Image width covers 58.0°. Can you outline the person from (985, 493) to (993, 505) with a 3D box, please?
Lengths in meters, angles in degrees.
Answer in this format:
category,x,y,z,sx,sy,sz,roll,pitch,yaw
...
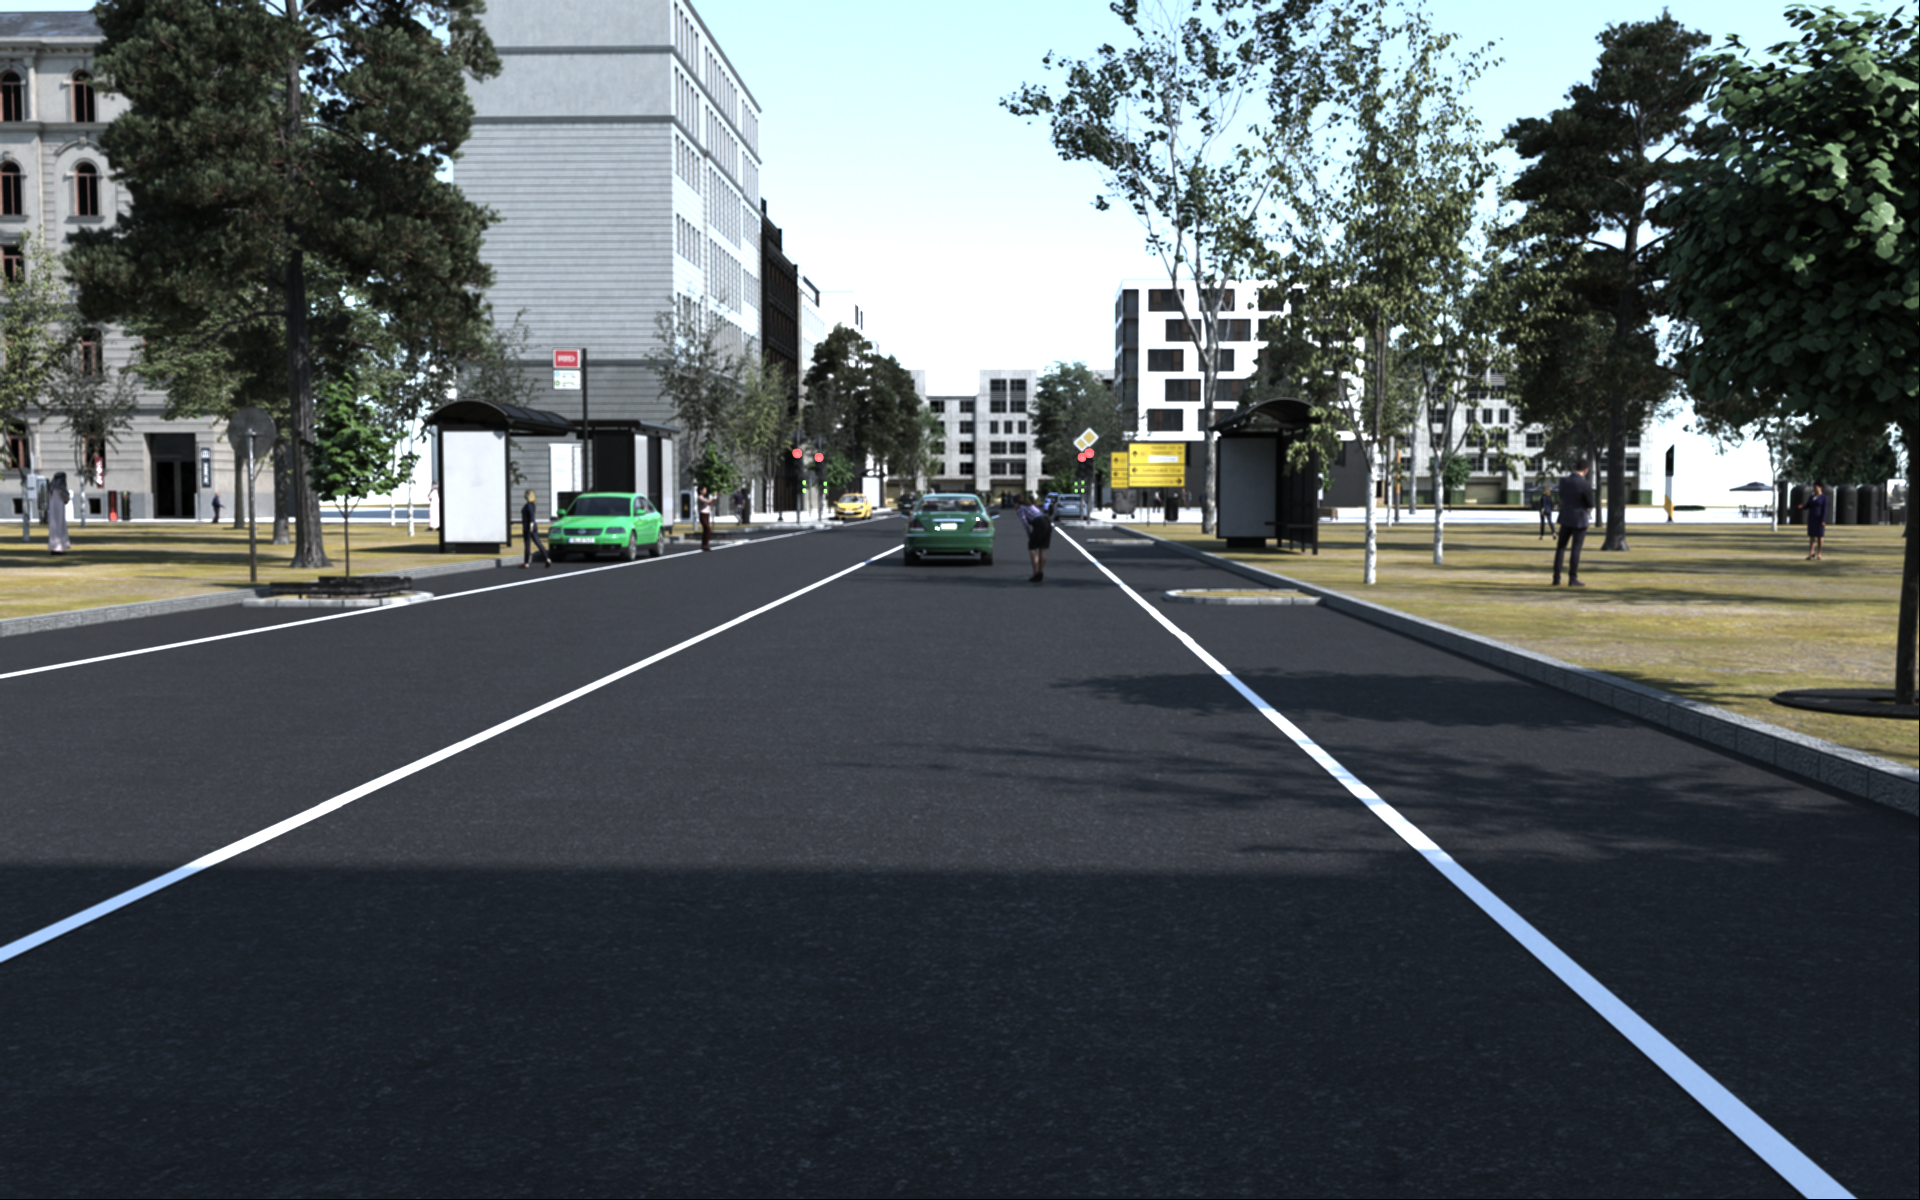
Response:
category,x,y,z,sx,sy,sz,roll,pitch,yaw
person,3.691,-13.131,223.192,1.348,1.824,0.705,2,4,27

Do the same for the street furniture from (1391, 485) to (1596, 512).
category,x,y,z,sx,sy,sz,roll,pitch,yaw
street furniture,42.196,-8.107,137.579,14.083,1.986,27.439,1,4,9

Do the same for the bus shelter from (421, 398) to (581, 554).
category,x,y,z,sx,sy,sz,roll,pitch,yaw
bus shelter,-10.303,-2.784,39.437,2.014,3.302,5.546,0,4,2

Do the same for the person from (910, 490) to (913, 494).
category,x,y,z,sx,sy,sz,roll,pitch,yaw
person,-4.999,-10.575,179.613,0.621,1.740,0.551,1,4,16

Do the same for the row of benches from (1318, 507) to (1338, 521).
category,x,y,z,sx,sy,sz,roll,pitch,yaw
row of benches,16.566,-4.219,84.447,4.104,0.672,1.422,3,4,38

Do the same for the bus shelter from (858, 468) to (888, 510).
category,x,y,z,sx,sy,sz,roll,pitch,yaw
bus shelter,-7.018,-8.925,139.852,2.014,3.302,5.546,0,4,2

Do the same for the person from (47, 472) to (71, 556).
category,x,y,z,sx,sy,sz,roll,pitch,yaw
person,-18.697,-1.789,35.970,0.551,1.740,0.621,1,4,19

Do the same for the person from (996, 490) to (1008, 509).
category,x,y,z,sx,sy,sz,roll,pitch,yaw
person,4.086,-9.551,164.790,1.348,1.807,0.705,2,4,32

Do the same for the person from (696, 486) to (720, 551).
category,x,y,z,sx,sy,sz,roll,pitch,yaw
person,-6.376,-2.072,43.836,0.517,1.644,0.566,-3,5,-40

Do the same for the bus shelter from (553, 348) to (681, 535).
category,x,y,z,sx,sy,sz,roll,pitch,yaw
bus shelter,-10.028,-4.449,50.374,2.179,5.291,8.768,0,4,2

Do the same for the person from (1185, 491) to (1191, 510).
category,x,y,z,sx,sy,sz,roll,pitch,yaw
person,18.631,-8.132,141.216,0.429,1.552,0.499,1,4,23

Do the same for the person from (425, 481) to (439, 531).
category,x,y,z,sx,sy,sz,roll,pitch,yaw
person,-18.298,-3.279,60.322,0.621,1.740,0.551,0,4,4

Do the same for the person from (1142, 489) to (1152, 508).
category,x,y,z,sx,sy,sz,roll,pitch,yaw
person,17.490,-9.609,163.176,0.705,1.821,1.348,-3,5,-41

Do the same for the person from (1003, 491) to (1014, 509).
category,x,y,z,sx,sy,sz,roll,pitch,yaw
person,4.588,-9.309,161.419,1.217,1.735,0.721,0,4,4

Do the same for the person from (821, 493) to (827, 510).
category,x,y,z,sx,sy,sz,roll,pitch,yaw
person,-10.689,-7.926,136.457,0.431,1.722,0.655,1,4,20

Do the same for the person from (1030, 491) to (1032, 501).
category,x,y,z,sx,sy,sz,roll,pitch,yaw
person,6.659,-9.158,159.053,0.721,1.723,1.217,-1,4,-21

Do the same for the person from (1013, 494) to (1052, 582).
category,x,y,z,sx,sy,sz,roll,pitch,yaw
person,1.171,-1.021,28.424,0.697,1.427,0.421,2,4,34

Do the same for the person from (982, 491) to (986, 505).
category,x,y,z,sx,sy,sz,roll,pitch,yaw
person,3.230,-13.544,229.804,0.599,1.838,0.709,0,4,-7

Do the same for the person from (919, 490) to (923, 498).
category,x,y,z,sx,sy,sz,roll,pitch,yaw
person,-4.802,-12.603,212.830,0.721,1.736,1.217,1,4,14

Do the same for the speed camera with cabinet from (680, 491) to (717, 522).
category,x,y,z,sx,sy,sz,roll,pitch,yaw
speed camera with cabinet,-12.237,-5.297,80.939,2.038,3.252,0.660,3,5,40

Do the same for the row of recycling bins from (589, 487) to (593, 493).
category,x,y,z,sx,sy,sz,roll,pitch,yaw
row of recycling bins,-15.820,-4.556,81.598,3.534,1.692,1.069,1,4,11

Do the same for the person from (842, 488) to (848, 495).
category,x,y,z,sx,sy,sz,roll,pitch,yaw
person,-9.811,-8.679,148.390,0.683,1.767,0.568,-1,4,-23

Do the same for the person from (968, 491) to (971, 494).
category,x,y,z,sx,sy,sz,roll,pitch,yaw
person,1.031,-11.523,196.976,1.350,1.814,0.705,3,5,39

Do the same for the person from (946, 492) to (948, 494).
category,x,y,z,sx,sy,sz,roll,pitch,yaw
person,-1.526,-12.608,215.153,1.217,1.766,0.721,2,4,30

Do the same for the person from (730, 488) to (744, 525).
category,x,y,z,sx,sy,sz,roll,pitch,yaw
person,-9.133,-3.844,71.107,0.569,1.553,0.471,-1,4,-11

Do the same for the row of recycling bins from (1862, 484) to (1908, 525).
category,x,y,z,sx,sy,sz,roll,pitch,yaw
row of recycling bins,43.267,-4.389,78.878,3.534,1.692,1.069,0,4,1

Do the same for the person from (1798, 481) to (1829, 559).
category,x,y,z,sx,sy,sz,roll,pitch,yaw
person,16.722,-1.560,33.916,0.453,1.535,0.546,3,5,40

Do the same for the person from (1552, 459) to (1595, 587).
category,x,y,z,sx,sy,sz,roll,pitch,yaw
person,8.581,-1.080,24.147,0.568,1.767,0.683,-3,5,-40

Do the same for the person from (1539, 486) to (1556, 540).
category,x,y,z,sx,sy,sz,roll,pitch,yaw
person,16.587,-2.463,48.855,0.480,1.512,0.613,-3,5,-44

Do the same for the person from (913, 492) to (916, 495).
category,x,y,z,sx,sy,sz,roll,pitch,yaw
person,-5.304,-11.617,195.961,0.705,1.826,1.348,-2,4,-30

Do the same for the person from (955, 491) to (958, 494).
category,x,y,z,sx,sy,sz,roll,pitch,yaw
person,-0.349,-11.063,189.517,1.348,1.807,0.705,-3,4,-37

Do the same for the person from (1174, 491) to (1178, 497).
category,x,y,z,sx,sy,sz,roll,pitch,yaw
person,16.735,-7.699,134.391,0.387,1.526,0.523,3,5,44

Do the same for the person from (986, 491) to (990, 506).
category,x,y,z,sx,sy,sz,roll,pitch,yaw
person,3.432,-12.089,206.681,0.617,1.759,0.750,-1,4,-21

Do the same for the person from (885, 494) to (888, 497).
category,x,y,z,sx,sy,sz,roll,pitch,yaw
person,-9.103,-12.134,204.417,1.348,1.826,0.705,-3,4,-37

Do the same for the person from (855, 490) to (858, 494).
category,x,y,z,sx,sy,sz,roll,pitch,yaw
person,-8.507,-8.431,145.345,0.566,1.644,0.517,1,4,22

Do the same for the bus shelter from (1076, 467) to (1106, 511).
category,x,y,z,sx,sy,sz,roll,pitch,yaw
bus shelter,9.819,-8.335,130.205,2.014,3.302,5.546,0,4,2

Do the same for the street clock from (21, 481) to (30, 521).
category,x,y,z,sx,sy,sz,roll,pitch,yaw
street clock,-44.661,-4.793,82.936,0.358,2.002,0.471,3,5,41

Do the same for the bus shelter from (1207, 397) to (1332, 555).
category,x,y,z,sx,sy,sz,roll,pitch,yaw
bus shelter,6.850,-2.750,38.890,2.014,3.302,5.546,0,4,2

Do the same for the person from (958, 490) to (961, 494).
category,x,y,z,sx,sy,sz,roll,pitch,yaw
person,-0.067,-9.624,165.808,0.705,1.831,1.348,0,4,-2

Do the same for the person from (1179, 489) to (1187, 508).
category,x,y,z,sx,sy,sz,roll,pitch,yaw
person,20.255,-9.210,157.185,0.990,1.755,0.434,2,4,24

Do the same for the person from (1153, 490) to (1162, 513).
category,x,y,z,sx,sy,sz,roll,pitch,yaw
person,13.250,-6.609,116.310,0.590,1.554,0.614,1,4,12

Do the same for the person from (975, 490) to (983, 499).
category,x,y,z,sx,sy,sz,roll,pitch,yaw
person,1.707,-9.941,170.662,1.348,1.869,0.705,-1,4,-19

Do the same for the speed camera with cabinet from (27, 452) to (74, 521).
category,x,y,z,sx,sy,sz,roll,pitch,yaw
speed camera with cabinet,-43.242,-5.374,82.209,2.038,3.252,0.660,0,4,4

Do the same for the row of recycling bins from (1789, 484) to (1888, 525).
category,x,y,z,sx,sy,sz,roll,pitch,yaw
row of recycling bins,36.370,-3.967,71.974,3.534,1.692,1.069,0,4,2

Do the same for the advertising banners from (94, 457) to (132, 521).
category,x,y,z,sx,sy,sz,roll,pitch,yaw
advertising banners,-40.127,-5.250,82.025,0.090,3.025,2.074,1,4,21

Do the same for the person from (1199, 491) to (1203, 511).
category,x,y,z,sx,sy,sz,roll,pitch,yaw
person,16.131,-6.454,114.254,0.600,1.496,0.574,-2,4,-26

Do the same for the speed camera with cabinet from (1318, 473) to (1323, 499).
category,x,y,z,sx,sy,sz,roll,pitch,yaw
speed camera with cabinet,14.483,-4.768,72.285,0.660,3.252,2.038,2,4,35

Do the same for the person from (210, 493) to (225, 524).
category,x,y,z,sx,sy,sz,roll,pitch,yaw
person,-32.782,-3.996,76.534,0.600,1.496,0.574,-1,4,-12

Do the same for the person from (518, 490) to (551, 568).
category,x,y,z,sx,sy,sz,roll,pitch,yaw
person,-8.249,-1.377,33.551,0.613,1.512,0.480,-1,4,-17
